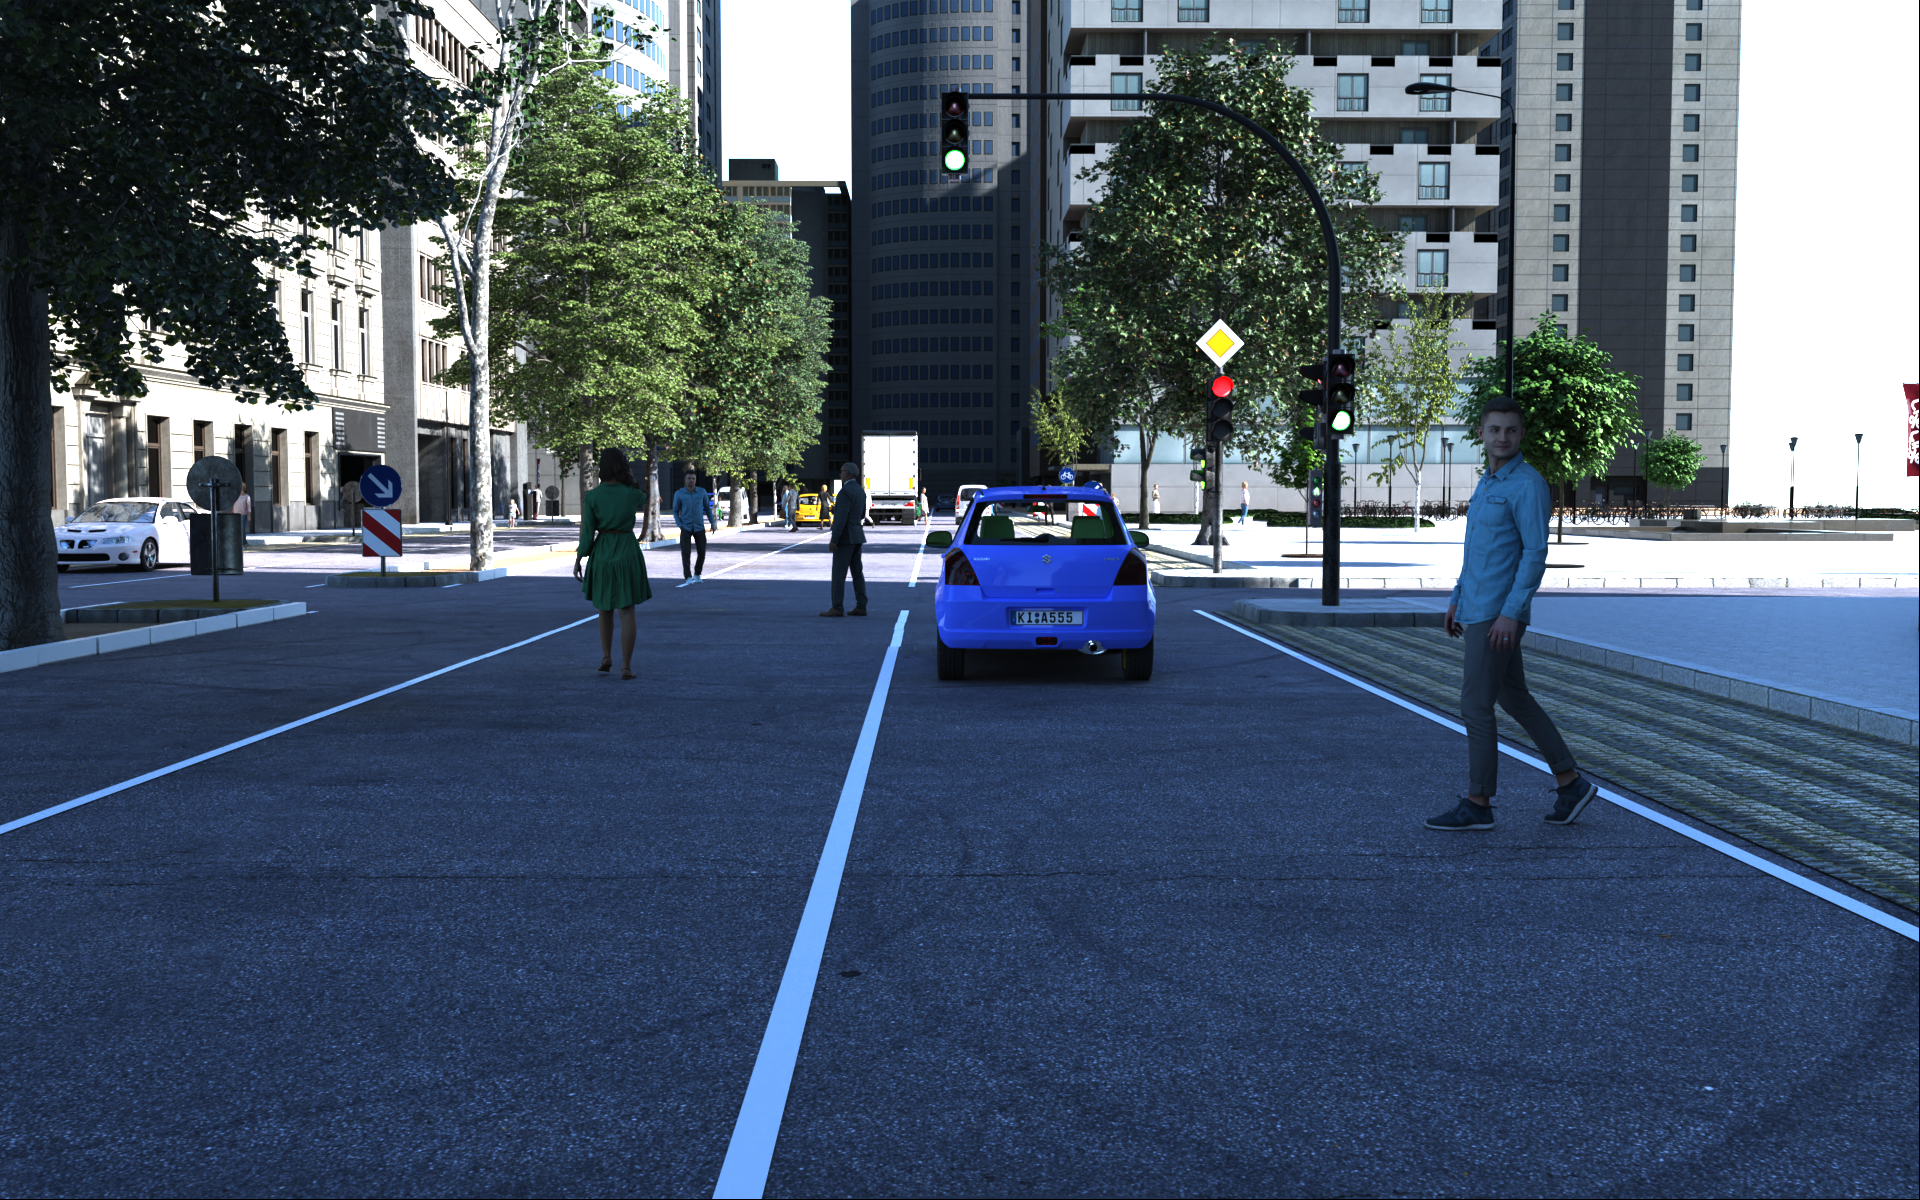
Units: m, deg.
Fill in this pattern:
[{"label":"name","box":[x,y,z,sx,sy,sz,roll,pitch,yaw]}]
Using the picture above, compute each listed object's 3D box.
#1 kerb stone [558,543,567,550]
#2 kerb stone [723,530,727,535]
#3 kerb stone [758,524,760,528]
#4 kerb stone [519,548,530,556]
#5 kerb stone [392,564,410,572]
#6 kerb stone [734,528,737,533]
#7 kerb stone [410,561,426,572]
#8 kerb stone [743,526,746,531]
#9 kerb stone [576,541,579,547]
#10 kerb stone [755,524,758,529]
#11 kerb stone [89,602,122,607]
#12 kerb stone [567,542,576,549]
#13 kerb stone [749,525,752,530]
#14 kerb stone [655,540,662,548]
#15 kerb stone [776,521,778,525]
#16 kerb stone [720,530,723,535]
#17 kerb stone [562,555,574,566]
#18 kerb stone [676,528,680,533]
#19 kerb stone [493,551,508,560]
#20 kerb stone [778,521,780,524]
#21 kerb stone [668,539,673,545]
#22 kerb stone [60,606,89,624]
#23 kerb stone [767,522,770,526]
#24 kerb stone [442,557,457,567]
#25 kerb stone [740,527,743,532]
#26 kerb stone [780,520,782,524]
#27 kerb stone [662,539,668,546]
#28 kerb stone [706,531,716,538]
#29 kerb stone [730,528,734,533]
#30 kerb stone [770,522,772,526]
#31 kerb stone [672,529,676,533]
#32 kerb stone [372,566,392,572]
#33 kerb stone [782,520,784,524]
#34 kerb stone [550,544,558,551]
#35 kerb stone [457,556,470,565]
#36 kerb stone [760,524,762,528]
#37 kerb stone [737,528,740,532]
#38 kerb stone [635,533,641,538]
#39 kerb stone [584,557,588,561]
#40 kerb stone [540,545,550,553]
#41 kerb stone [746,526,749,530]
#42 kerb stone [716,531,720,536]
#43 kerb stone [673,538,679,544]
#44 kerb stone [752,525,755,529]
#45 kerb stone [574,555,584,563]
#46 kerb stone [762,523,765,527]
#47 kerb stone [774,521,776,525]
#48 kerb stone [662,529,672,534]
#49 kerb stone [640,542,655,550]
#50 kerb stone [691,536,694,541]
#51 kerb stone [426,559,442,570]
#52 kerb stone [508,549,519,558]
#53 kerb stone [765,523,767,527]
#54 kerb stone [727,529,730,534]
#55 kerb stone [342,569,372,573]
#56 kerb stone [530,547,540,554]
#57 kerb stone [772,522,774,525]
[{"label":"kerb stone","box":[-10.259,-1.345,44.218,0.120,0.150,1.000,0,4,-1]},{"label":"kerb stone","box":[-8.369,-2.347,60.625,0.120,0.150,1.000,0,4,-1]},{"label":"kerb stone","box":[-8.524,-3.041,71.908,0.120,0.150,1.000,0,4,-1]},{"label":"kerb stone","box":[-10.203,-1.096,40.111,0.120,0.150,1.000,0,4,-1]},{"label":"kerb stone","box":[-10.074,-0.532,30.898,0.120,0.150,1.000,0,4,-1]},{"label":"kerb stone","box":[-8.412,-2.538,63.693,0.120,0.150,1.000,0,4,-1]},{"label":"kerb stone","box":[-10.090,-0.595,31.920,0.120,0.150,1.000,0,4,-1]},{"label":"kerb stone","box":[-8.455,-2.716,66.788,0.120,0.150,1.000,0,4,-1]},{"label":"kerb stone","box":[-10.283,-1.472,46.263,0.120,0.150,1.000,0,4,-1]},{"label":"kerb stone","box":[-8.502,-2.977,70.881,0.120,0.150,1.000,0,4,-1]},{"label":"kerb stone","box":[-9.940,0.128,20.098,0.120,0.150,1.000,0,4,-1]},{"label":"kerb stone","box":[-10.260,-1.409,45.241,0.120,0.150,1.000,0,4,-1]},{"label":"kerb stone","box":[-8.474,-2.850,68.837,0.120,0.150,1.000,0,4,-1]},{"label":"kerb stone","box":[-8.179,-1.470,46.280,0.120,0.150,1.000,0,4,-1]},{"label":"kerb stone","box":[-8.636,-3.541,80.111,0.120,0.150,1.000,0,4,-1]},{"label":"kerb stone","box":[-8.358,-2.287,59.595,0.120,0.150,1.000,0,4,-1]},{"label":"kerb stone","box":[-8.032,-0.784,35.020,0.120,0.150,1.000,0,4,-1]},{"label":"kerb stone","box":[-10.509,-2.533,63.670,0.120,0.150,1.000,0,4,-1]},{"label":"kerb stone","box":[-10.175,-0.969,38.061,0.120,0.150,1.000,0,4,-1]},{"label":"kerb stone","box":[-8.643,-3.603,81.142,0.120,0.150,1.000,0,4,-1]},{"label":"kerb stone","box":[-8.205,-1.598,48.327,0.120,0.150,1.000,0,4,-1]},{"label":"kerb stone","box":[-9.923,0.191,19.066,0.120,0.150,1.000,0,4,-1]},{"label":"kerb stone","box":[-8.574,-3.289,76.004,0.120,0.150,1.000,0,4,-1]},{"label":"kerb stone","box":[-10.121,-0.720,33.972,0.120,0.150,1.000,0,4,-1]},{"label":"kerb stone","box":[-8.434,-2.659,65.751,0.120,0.150,1.000,0,4,-1]},{"label":"kerb stone","box":[-8.659,-3.668,82.166,0.120,0.150,1.000,0,4,-1]},{"label":"kerb stone","box":[-8.196,-1.535,47.302,0.120,0.150,1.000,0,4,-1]},{"label":"kerb stone","box":[-8.328,-2.162,57.545,0.120,0.150,1.000,0,4,-1]},{"label":"kerb stone","box":[-8.400,-2.469,62.670,0.120,0.150,1.000,0,4,-1]},{"label":"kerb stone","box":[-8.590,-3.354,77.035,0.120,0.150,1.000,0,4,-1]},{"label":"kerb stone","box":[-10.500,-2.474,62.647,0.120,0.150,1.000,0,4,-1]},{"label":"kerb stone","box":[-10.062,-0.470,29.876,0.120,0.150,1.000,0,4,-1]},{"label":"kerb stone","box":[-8.663,-3.730,83.188,0.120,0.150,1.000,0,4,-1]},{"label":"kerb stone","box":[-10.246,-1.284,43.190,0.120,0.150,1.000,0,4,-1]},{"label":"kerb stone","box":[-10.137,-0.783,34.995,0.120,0.150,1.000,0,4,-1]},{"label":"kerb stone","box":[-8.535,-3.096,72.933,0.120,0.150,1.000,0,4,-1]},{"label":"kerb stone","box":[-8.425,-2.601,64.724,0.120,0.150,1.000,0,4,-1]},{"label":"kerb stone","box":[-10.417,-2.098,56.503,0.120,0.150,1.000,0,4,-1]},{"label":"kerb stone","box":[-8.061,-0.909,37.068,0.120,0.150,1.000,0,4,-1]},{"label":"kerb stone","box":[-10.220,-1.219,42.165,0.120,0.150,1.000,0,4,-1]},{"label":"kerb stone","box":[-8.469,-2.784,67.815,0.120,0.150,1.000,0,4,-1]},{"label":"kerb stone","box":[-8.336,-2.225,58.573,0.120,0.150,1.000,0,4,-1]},{"label":"kerb stone","box":[-8.217,-1.661,49.349,0.120,0.150,1.000,0,4,-1]},{"label":"kerb stone","box":[-8.492,-2.912,69.859,0.120,0.150,1.000,0,4,-1]},{"label":"kerb stone","box":[-8.049,-0.841,36.046,0.120,0.150,1.000,0,4,-1]},{"label":"kerb stone","box":[-8.545,-3.163,73.955,0.120,0.150,1.000,0,4,-1]},{"label":"kerb stone","box":[-8.615,-3.476,79.085,0.120,0.150,1.000,0,4,-1]},{"label":"kerb stone","box":[-10.479,-2.412,61.625,0.120,0.150,1.000,0,4,-1]},{"label":"kerb stone","box":[-8.167,-1.410,45.258,0.120,0.150,1.000,0,4,-1]},{"label":"kerb stone","box":[-8.289,-1.973,54.473,0.120,0.150,1.000,0,4,-1]},{"label":"kerb stone","box":[-10.108,-0.657,32.942,0.120,0.150,1.000,0,4,-1]},{"label":"kerb stone","box":[-10.190,-1.030,39.089,0.120,0.150,1.000,0,4,-1]},{"label":"kerb stone","box":[-8.562,-3.228,74.980,0.120,0.150,1.000,0,4,-1]},{"label":"kerb stone","box":[-8.381,-2.413,61.647,0.120,0.150,1.000,0,4,-1]},{"label":"kerb stone","box":[-10.052,-0.406,28.841,0.120,0.150,1.000,0,4,-1]},{"label":"kerb stone","box":[-10.212,-1.157,41.137,0.120,0.150,1.000,0,4,-1]},{"label":"kerb stone","box":[-8.601,-3.412,78.063,0.120,0.150,1.000,0,4,-1]}]
